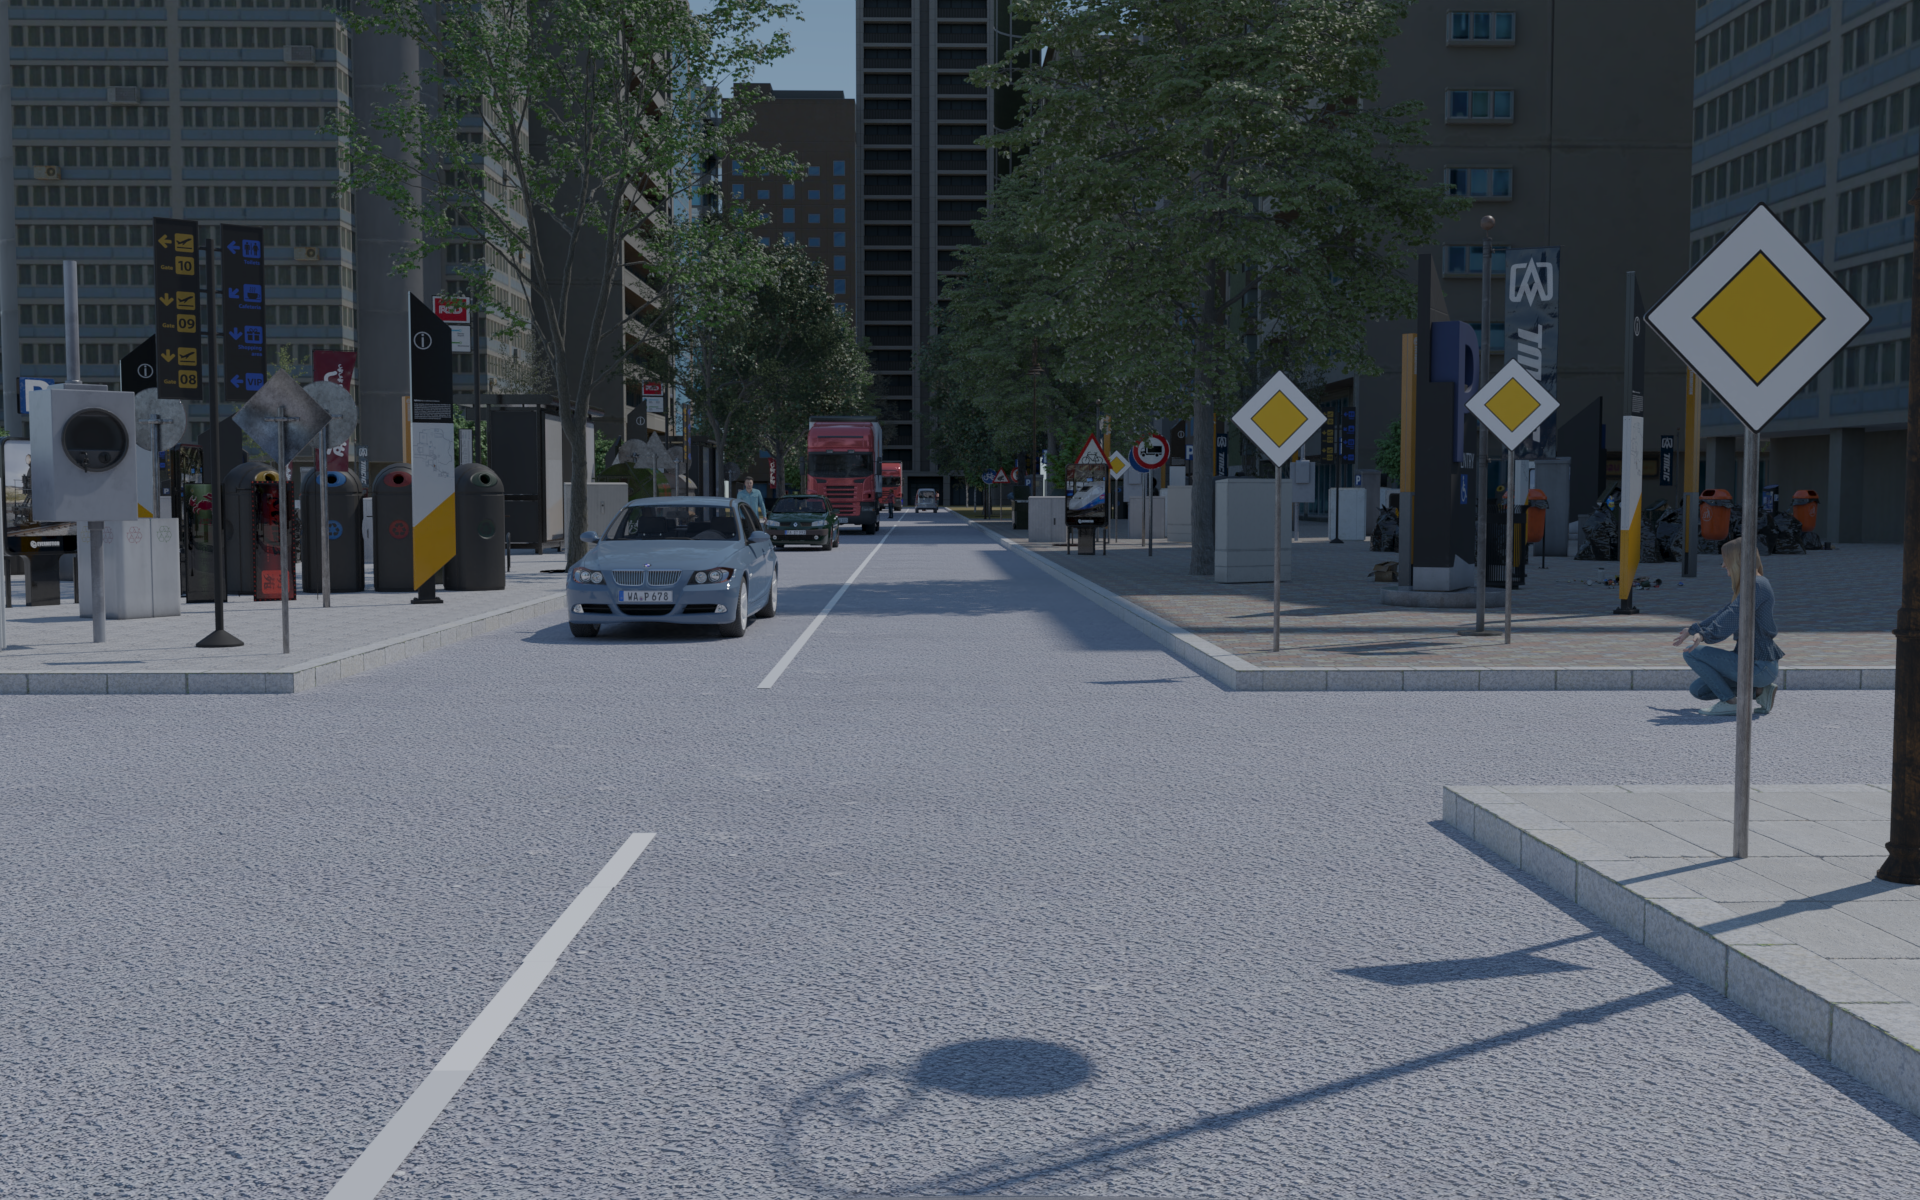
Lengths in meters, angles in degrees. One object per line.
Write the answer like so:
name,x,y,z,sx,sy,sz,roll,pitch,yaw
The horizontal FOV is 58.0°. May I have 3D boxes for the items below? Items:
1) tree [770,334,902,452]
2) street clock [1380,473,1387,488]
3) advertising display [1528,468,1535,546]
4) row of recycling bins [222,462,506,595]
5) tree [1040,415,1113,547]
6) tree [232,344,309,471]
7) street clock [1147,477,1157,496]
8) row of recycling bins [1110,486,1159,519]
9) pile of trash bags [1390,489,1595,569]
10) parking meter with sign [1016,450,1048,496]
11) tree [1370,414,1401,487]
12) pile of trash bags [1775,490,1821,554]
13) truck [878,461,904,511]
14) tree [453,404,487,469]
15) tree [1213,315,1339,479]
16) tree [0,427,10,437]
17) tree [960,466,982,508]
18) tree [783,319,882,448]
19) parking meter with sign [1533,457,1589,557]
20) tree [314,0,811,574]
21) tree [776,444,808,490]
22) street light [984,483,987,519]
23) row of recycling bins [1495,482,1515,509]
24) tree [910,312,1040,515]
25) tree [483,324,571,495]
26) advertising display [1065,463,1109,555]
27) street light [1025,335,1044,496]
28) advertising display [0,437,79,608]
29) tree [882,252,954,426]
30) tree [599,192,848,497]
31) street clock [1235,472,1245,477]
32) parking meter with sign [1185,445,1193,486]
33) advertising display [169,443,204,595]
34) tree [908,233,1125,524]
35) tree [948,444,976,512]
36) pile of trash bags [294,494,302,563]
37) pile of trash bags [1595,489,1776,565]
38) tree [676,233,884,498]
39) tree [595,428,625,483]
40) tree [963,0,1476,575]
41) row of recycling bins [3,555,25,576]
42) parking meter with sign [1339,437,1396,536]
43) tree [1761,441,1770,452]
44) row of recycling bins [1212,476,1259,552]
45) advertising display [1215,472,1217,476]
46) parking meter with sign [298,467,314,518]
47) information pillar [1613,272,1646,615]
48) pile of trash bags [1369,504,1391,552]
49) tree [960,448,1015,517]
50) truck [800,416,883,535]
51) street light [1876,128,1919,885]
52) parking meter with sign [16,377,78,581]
tree,-9.331,-13.280,127.496,12.009,13.543,11.850,0,3,0
street clock,14.805,-3.425,60.563,0.358,2.002,0.471,1,4,16
advertising display,14.511,-2.313,43.038,0.974,1.923,0.123,-1,4,-15
row of recycling bins,-7.828,-0.960,22.809,3.534,1.692,1.069,-1,4,-19
tree,2.731,-2.951,42.852,1.663,3.219,1.824,0,3,0
tree,-33.523,-8.214,84.660,4.737,8.622,4.395,0,3,0
street clock,8.027,-4.178,72.872,0.471,2.002,0.358,-1,4,-13
row of recycling bins,8.572,-4.974,88.438,3.534,1.692,1.069,2,4,35
pile of trash bags,9.494,-1.308,31.137,1.912,1.369,3.447,-1,4,-14
parking meter with sign,2.854,-4.342,67.260,1.738,3.016,0.543,-3,5,-44
tree,16.878,-4.902,63.857,4.285,4.588,4.351,0,3,0
pile of trash bags,17.416,-1.694,37.453,3.447,1.369,1.912,-2,4,-32
truck,-6.184,-9.729,147.984,2.839,4.237,11.283,0,4,-2
tree,-17.822,-4.746,61.315,4.285,4.588,4.351,0,3,0
tree,13.071,-7.250,68.902,4.360,8.622,3.978,0,3,0
tree,-40.359,-5.342,71.055,4.285,4.588,4.351,0,3,0
tree,0.836,-12.868,160.759,4.737,8.622,4.395,0,3,0
tree,-8.485,-11.793,110.943,7.486,12.596,7.792,0,3,0
parking meter with sign,12.168,-2.403,35.546,1.738,3.016,0.543,1,4,22
tree,-6.218,-6.237,27.738,9.928,11.665,9.643,0,3,0
tree,-8.817,-6.991,98.019,4.285,4.588,4.351,0,3,0
street light,1.292,-7.056,88.147,0.468,5.910,1.993,0,4,-1
row of recycling bins,19.379,-3.233,59.964,1.069,1.692,3.534,0,4,3
tree,1.800,-12.272,107.294,9.857,13.997,8.962,0,3,0
tree,-18.974,-7.618,74.918,4.360,8.622,3.978,0,3,0
advertising display,2.663,-1.907,36.390,0.974,1.923,0.123,2,4,32
street light,2.175,-4.759,50.591,0.468,5.910,1.993,0,4,-1
advertising display,-10.539,-0.895,19.852,0.123,1.923,0.974,2,4,27
tree,2.678,-8.551,57.932,7.486,12.596,7.792,0,3,0
tree,-7.123,-7.244,52.846,8.767,10.594,7.601,1,4,16
street clock,9.193,-3.203,56.946,0.358,2.002,0.471,-1,4,-8
parking meter with sign,8.541,-3.923,60.406,0.543,3.016,1.738,-2,4,-33
advertising display,-9.942,-1.046,22.322,0.123,1.923,0.974,0,4,-7
tree,2.627,-9.589,73.789,9.611,12.733,9.660,0,3,0
tree,0.929,-10.496,121.969,4.360,8.622,3.978,0,3,0
pile of trash bags,-13.173,-1.360,31.991,1.912,1.369,3.447,1,4,13
pile of trash bags,13.231,-1.399,32.634,1.912,1.369,3.447,-1,4,-18
tree,-8.044,-9.750,76.413,9.611,12.733,9.660,0,3,0
tree,-18.104,-6.310,86.889,4.285,4.588,4.351,0,3,0
tree,3.959,-6.647,26.800,7.486,12.596,7.792,0,3,0
row of recycling bins,-15.264,-1.166,26.180,1.069,1.692,3.534,0,4,0
parking meter with sign,12.547,-3.484,53.219,1.738,3.016,0.543,-1,4,-19
tree,30.934,-7.009,64.961,4.737,8.622,4.395,0,3,0
row of recycling bins,6.382,-2.004,39.882,1.069,1.692,3.534,2,4,24
advertising display,7.190,-2.733,49.896,0.123,1.923,0.974,2,4,27
parking meter with sign,-18.312,-3.238,49.196,1.738,3.016,0.543,0,4,5
information pillar,7.191,-1.662,18.522,0.183,3.616,0.504,3,4,36
pile of trash bags,10.964,-1.757,38.475,3.447,1.369,1.912,0,4,-6
tree,1.512,-7.003,98.220,4.285,4.588,4.351,0,3,0
truck,-4.235,-4.622,64.477,2.839,4.237,11.283,0,4,-1
street light,3.153,-2.006,5.589,0.468,5.910,1.993,0,4,-1
parking meter with sign,-13.144,-1.795,25.614,1.738,3.016,0.543,2,4,31
